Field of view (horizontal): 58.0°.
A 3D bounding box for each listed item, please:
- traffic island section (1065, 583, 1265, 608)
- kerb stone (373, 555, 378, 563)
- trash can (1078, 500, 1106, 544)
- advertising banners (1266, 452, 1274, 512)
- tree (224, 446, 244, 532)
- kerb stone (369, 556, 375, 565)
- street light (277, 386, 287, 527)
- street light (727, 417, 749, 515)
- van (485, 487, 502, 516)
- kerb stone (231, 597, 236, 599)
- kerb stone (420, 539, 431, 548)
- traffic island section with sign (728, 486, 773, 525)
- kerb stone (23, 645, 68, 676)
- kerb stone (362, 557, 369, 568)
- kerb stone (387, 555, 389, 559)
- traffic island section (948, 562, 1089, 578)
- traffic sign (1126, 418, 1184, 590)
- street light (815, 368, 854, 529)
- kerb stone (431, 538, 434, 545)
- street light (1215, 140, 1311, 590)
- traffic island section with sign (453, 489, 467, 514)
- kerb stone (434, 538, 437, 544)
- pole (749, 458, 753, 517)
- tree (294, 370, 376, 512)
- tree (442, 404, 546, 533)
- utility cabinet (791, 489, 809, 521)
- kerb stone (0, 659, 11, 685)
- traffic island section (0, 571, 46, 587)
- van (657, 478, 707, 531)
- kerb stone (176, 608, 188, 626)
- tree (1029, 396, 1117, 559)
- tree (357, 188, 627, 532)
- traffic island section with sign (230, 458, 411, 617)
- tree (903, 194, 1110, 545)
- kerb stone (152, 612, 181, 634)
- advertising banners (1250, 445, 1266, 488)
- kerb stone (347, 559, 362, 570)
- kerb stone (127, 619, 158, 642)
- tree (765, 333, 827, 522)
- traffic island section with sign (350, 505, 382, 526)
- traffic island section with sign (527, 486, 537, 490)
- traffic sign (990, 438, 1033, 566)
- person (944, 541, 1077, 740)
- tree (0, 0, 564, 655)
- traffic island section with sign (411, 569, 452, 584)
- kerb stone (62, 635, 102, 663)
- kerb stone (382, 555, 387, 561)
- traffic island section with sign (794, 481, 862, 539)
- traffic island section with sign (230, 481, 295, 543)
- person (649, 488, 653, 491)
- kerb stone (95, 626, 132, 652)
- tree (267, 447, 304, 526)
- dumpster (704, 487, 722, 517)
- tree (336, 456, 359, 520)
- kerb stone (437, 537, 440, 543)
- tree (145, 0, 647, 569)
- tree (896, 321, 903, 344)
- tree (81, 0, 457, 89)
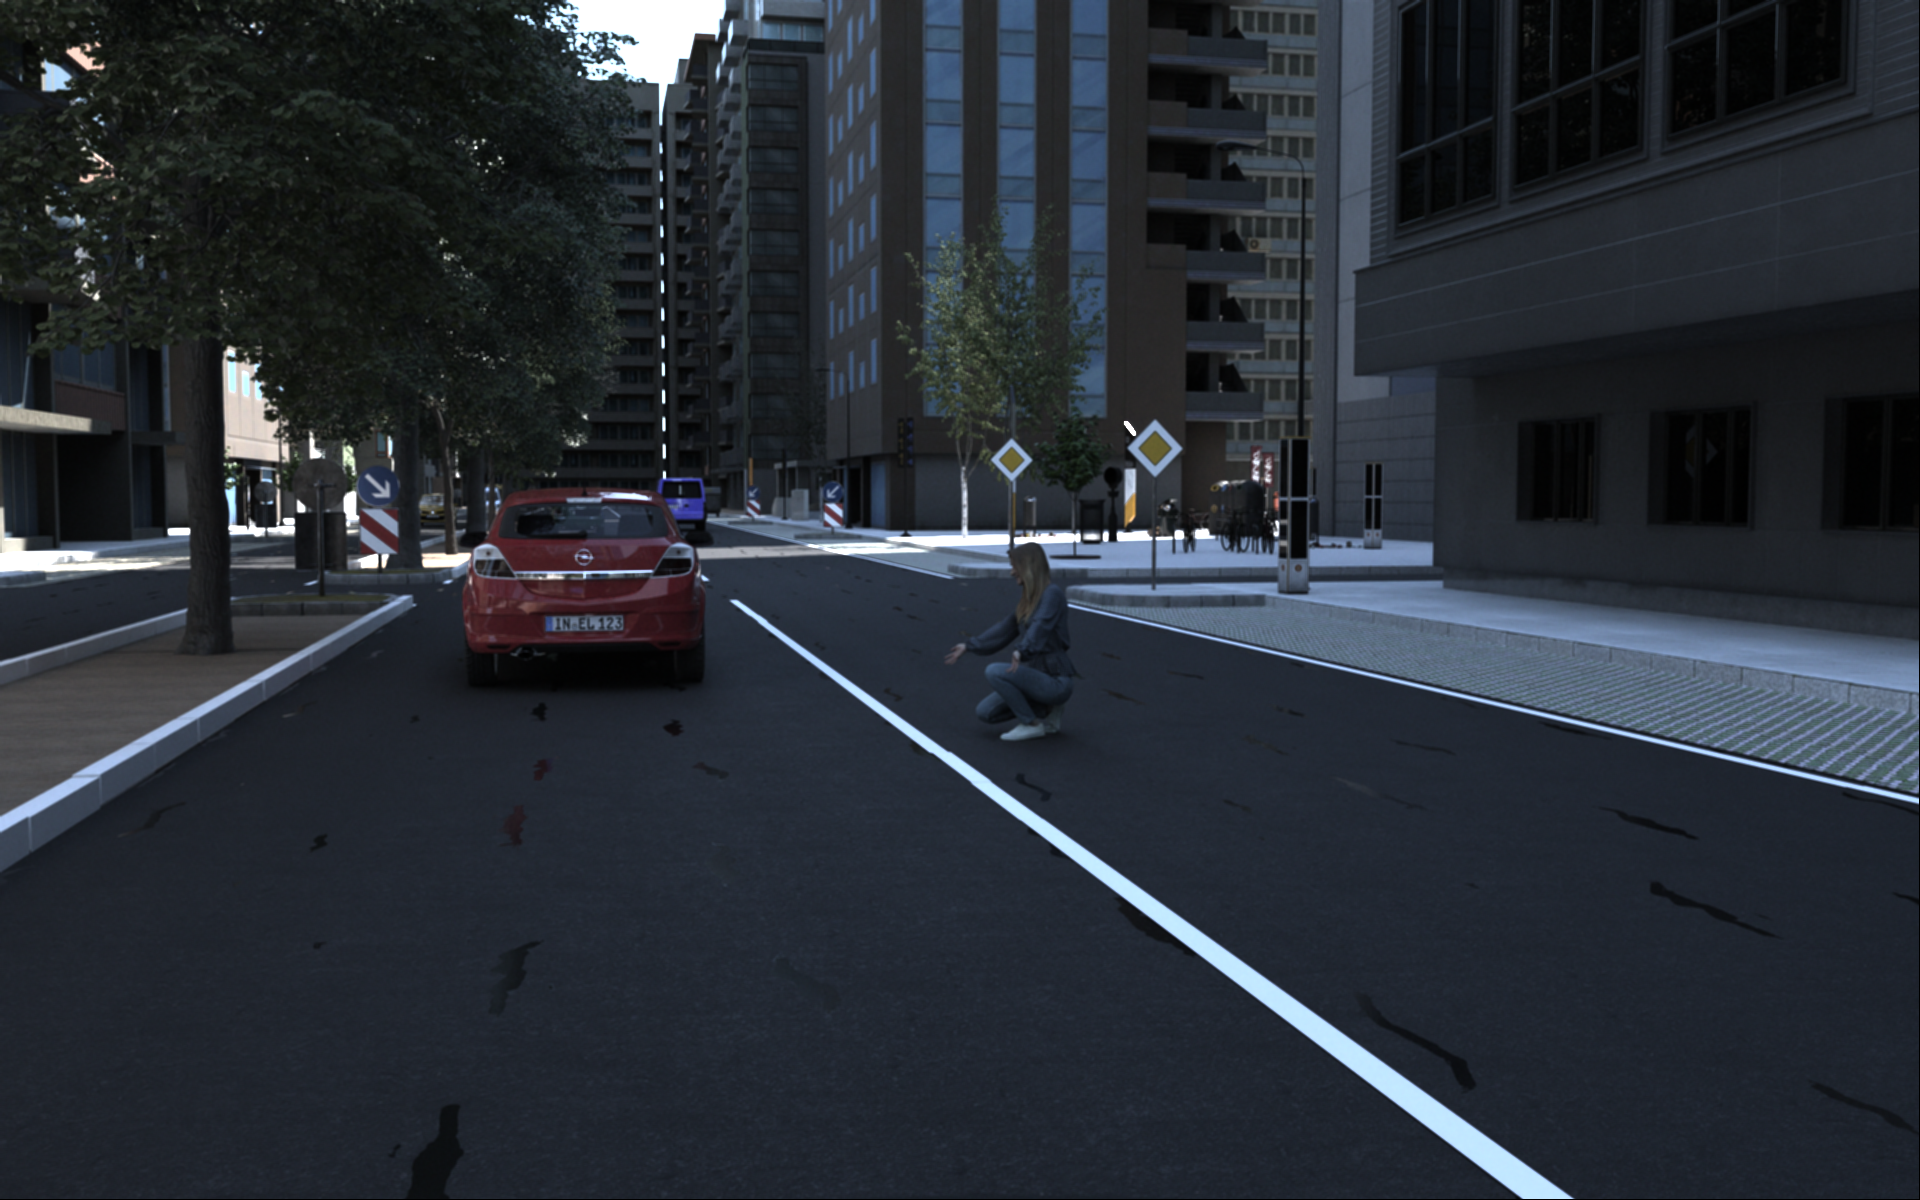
[{"bbox_3d":[2.607,-0.054,23.166,2.009,0.180,2.903,-1,4,-12],"label":"traffic island section"},{"bbox_3d":[-12.060,-0.818,35.565,0.120,0.150,1.000,-1,4,-12],"label":"kerb stone"},{"bbox_3d":[3.392,-2.014,44.582,0.748,1.137,0.748,0,3,0],"label":"trash can"},{"bbox_3d":[13.717,-4.690,72.871,2.074,3.025,0.090,0,4,3],"label":"advertising banners"},{"bbox_3d":[-25.021,-3.895,58.285,1.663,3.219,1.824,0,3,0],"label":"tree"},{"bbox_3d":[-11.847,-0.748,34.554,0.120,0.150,1.000,-1,4,-12],"label":"kerb stone"},{"bbox_3d":[-26.042,-5.827,67.815,1.470,5.913,1.316,-1,4,-12],"label":"street light"},{"bbox_3d":[-13.350,-8.069,104.471,1.470,5.913,1.316,-1,4,-12],"label":"street light"},{"bbox_3d":[-26.097,-5.413,95.507,2.013,2.044,4.112,-1,4,-14],"label":"van"},{"bbox_3d":[-8.942,0.072,21.016,0.120,0.150,1.000,-1,4,-12],"label":"kerb stone"},{"bbox_3d":[-14.417,-1.492,46.585,0.120,0.150,1.000,-1,4,-12],"label":"kerb stone"},{"bbox_3d":[-9.920,-4.465,81.624,1.989,1.847,2.006,-1,4,-12],"label":"traffic island section with sign"},{"bbox_3d":[-7.446,0.504,14.006,0.120,0.150,1.000,-1,4,-12],"label":"kerb stone"},{"bbox_3d":[-11.629,-0.695,33.555,0.120,0.150,1.000,-1,4,-12],"label":"kerb stone"},{"bbox_3d":[-12.493,-0.940,37.564,0.120,0.150,1.000,-1,4,-12],"label":"kerb stone"},{"bbox_3d":[0.935,-0.532,30.974,2.009,0.180,2.903,-1,4,-12],"label":"traffic island section"},{"bbox_3d":[2.586,-1.189,23.084,0.795,2.450,0.064,-1,4,-12],"label":"traffic sign"},{"bbox_3d":[-4.656,-5.594,64.000,1.470,5.913,1.316,-1,4,-12],"label":"street light"},{"bbox_3d":[-14.635,-1.554,47.598,0.120,0.150,1.000,-1,4,-12],"label":"kerb stone"},{"bbox_3d":[4.034,-3.088,23.034,1.470,5.913,1.316,-1,4,-12],"label":"street light"},{"bbox_3d":[-36.992,-7.283,127.709,1.989,1.847,2.006,-1,4,-12],"label":"traffic island section with sign"},{"bbox_3d":[-14.851,-1.613,48.602,0.120,0.150,1.000,-1,4,-12],"label":"kerb stone"},{"bbox_3d":[-11.788,-6.342,97.538,0.158,3.312,0.155,0,3,0],"label":"pole"},{"bbox_3d":[-30.129,-8.108,82.921,4.360,8.622,3.978,0,3,0],"label":"tree"},{"bbox_3d":[-15.745,-6.386,57.226,4.737,8.622,4.395,0,3,0],"label":"tree"},{"bbox_3d":[-7.678,-4.547,83.029,0.318,1.500,1.173,-2,4,-35],"label":"utility cabinet"},{"bbox_3d":[-7.232,0.562,13.000,0.120,0.150,1.000,-1,4,-12],"label":"kerb stone"},{"bbox_3d":[-15.829,-0.313,27.404,2.009,0.180,2.903,-1,4,-12],"label":"traffic island section"},{"bbox_3d":[-11.128,-3.935,68.715,2.240,2.365,5.245,-1,4,-11],"label":"van"},{"bbox_3d":[-8.523,0.197,19.010,0.120,0.150,1.000,-1,4,-12],"label":"kerb stone"},{"bbox_3d":[2.161,-2.441,34.515,1.663,3.219,1.824,0,3,0],"label":"tree"},{"bbox_3d":[-17.724,-9.326,65.303,12.009,13.543,11.850,0,3,0],"label":"tree"},{"bbox_3d":[-7.910,-0.797,21.168,2.006,1.907,1.989,-1,4,-12],"label":"traffic island section with sign"},{"bbox_3d":[1.543,-5.697,43.501,4.737,8.622,4.395,0,3,0],"label":"tree"},{"bbox_3d":[-8.301,0.256,18.005,0.120,0.150,1.000,-1,4,-12],"label":"kerb stone"},{"bbox_3d":[9.974,-4.016,61.856,2.074,3.025,0.090,-2,4,-30],"label":"advertising banners"},{"bbox_3d":[-11.417,-0.633,32.550,0.120,0.150,1.000,-1,4,-12],"label":"kerb stone"},{"bbox_3d":[-8.090,0.319,17.005,0.120,0.150,1.000,-1,4,-12],"label":"kerb stone"},{"bbox_3d":[-6.517,-7.827,78.328,4.360,8.622,3.978,0,3,0],"label":"tree"},{"bbox_3d":[-26.364,-4.251,78.139,1.989,1.847,2.006,-1,4,-12],"label":"traffic island section with sign"},{"bbox_3d":[-25.193,-5.734,101.891,2.006,1.907,1.989,-1,4,-12],"label":"traffic island section with sign"},{"bbox_3d":[0.914,-1.667,30.892,0.795,2.450,0.064,-1,4,-12],"label":"traffic sign"},{"bbox_3d":[0.338,0.236,10.138,0.738,1.151,1.012,0,4,-8],"label":"person"},{"bbox_3d":[-6.913,-5.806,15.519,7.486,12.596,7.792,0,3,0],"label":"tree"},{"bbox_3d":[-9.451,-1.240,28.413,2.006,1.907,1.989,-1,4,-12],"label":"traffic island section with sign"},{"bbox_3d":[-7.660,0.443,15.007,0.120,0.150,1.000,-1,4,-12],"label":"kerb stone"},{"bbox_3d":[-12.276,-0.879,36.565,0.120,0.150,1.000,-1,4,-12],"label":"kerb stone"},{"bbox_3d":[-4.263,-2.853,55.267,1.989,1.847,2.006,-1,4,-12],"label":"traffic island section with sign"},{"bbox_3d":[-20.674,-2.624,51.530,1.989,1.847,2.006,-1,4,-12],"label":"traffic island section with sign"},{"bbox_3d":[-16.020,-4.933,89.998,0.563,1.720,0.643,-2,4,-31],"label":"person"},{"bbox_3d":[-7.874,0.379,16.006,0.120,0.150,1.000,-1,4,-12],"label":"kerb stone"},{"bbox_3d":[-27.228,-4.676,71.050,1.663,3.219,1.824,0,3,0],"label":"tree"},{"bbox_3d":[-15.695,-6.044,107.037,1.865,1.857,1.264,-1,4,-13],"label":"dumpster"},{"bbox_3d":[-30.810,-5.677,87.417,1.663,3.219,1.824,0,3,0],"label":"tree"},{"bbox_3d":[-15.069,-1.671,49.601,0.120,0.150,1.000,-1,4,-12],"label":"kerb stone"},{"bbox_3d":[-10.348,-7.507,31.852,9.857,13.997,8.962,0,3,0],"label":"tree"},{"bbox_3d":[0.163,-6.010,48.633,4.737,8.622,4.395,0,3,0],"label":"tree"},{"bbox_3d":[-5.003,-4.362,8.186,8.767,10.594,7.601,-1,4,-12],"label":"tree"}]
